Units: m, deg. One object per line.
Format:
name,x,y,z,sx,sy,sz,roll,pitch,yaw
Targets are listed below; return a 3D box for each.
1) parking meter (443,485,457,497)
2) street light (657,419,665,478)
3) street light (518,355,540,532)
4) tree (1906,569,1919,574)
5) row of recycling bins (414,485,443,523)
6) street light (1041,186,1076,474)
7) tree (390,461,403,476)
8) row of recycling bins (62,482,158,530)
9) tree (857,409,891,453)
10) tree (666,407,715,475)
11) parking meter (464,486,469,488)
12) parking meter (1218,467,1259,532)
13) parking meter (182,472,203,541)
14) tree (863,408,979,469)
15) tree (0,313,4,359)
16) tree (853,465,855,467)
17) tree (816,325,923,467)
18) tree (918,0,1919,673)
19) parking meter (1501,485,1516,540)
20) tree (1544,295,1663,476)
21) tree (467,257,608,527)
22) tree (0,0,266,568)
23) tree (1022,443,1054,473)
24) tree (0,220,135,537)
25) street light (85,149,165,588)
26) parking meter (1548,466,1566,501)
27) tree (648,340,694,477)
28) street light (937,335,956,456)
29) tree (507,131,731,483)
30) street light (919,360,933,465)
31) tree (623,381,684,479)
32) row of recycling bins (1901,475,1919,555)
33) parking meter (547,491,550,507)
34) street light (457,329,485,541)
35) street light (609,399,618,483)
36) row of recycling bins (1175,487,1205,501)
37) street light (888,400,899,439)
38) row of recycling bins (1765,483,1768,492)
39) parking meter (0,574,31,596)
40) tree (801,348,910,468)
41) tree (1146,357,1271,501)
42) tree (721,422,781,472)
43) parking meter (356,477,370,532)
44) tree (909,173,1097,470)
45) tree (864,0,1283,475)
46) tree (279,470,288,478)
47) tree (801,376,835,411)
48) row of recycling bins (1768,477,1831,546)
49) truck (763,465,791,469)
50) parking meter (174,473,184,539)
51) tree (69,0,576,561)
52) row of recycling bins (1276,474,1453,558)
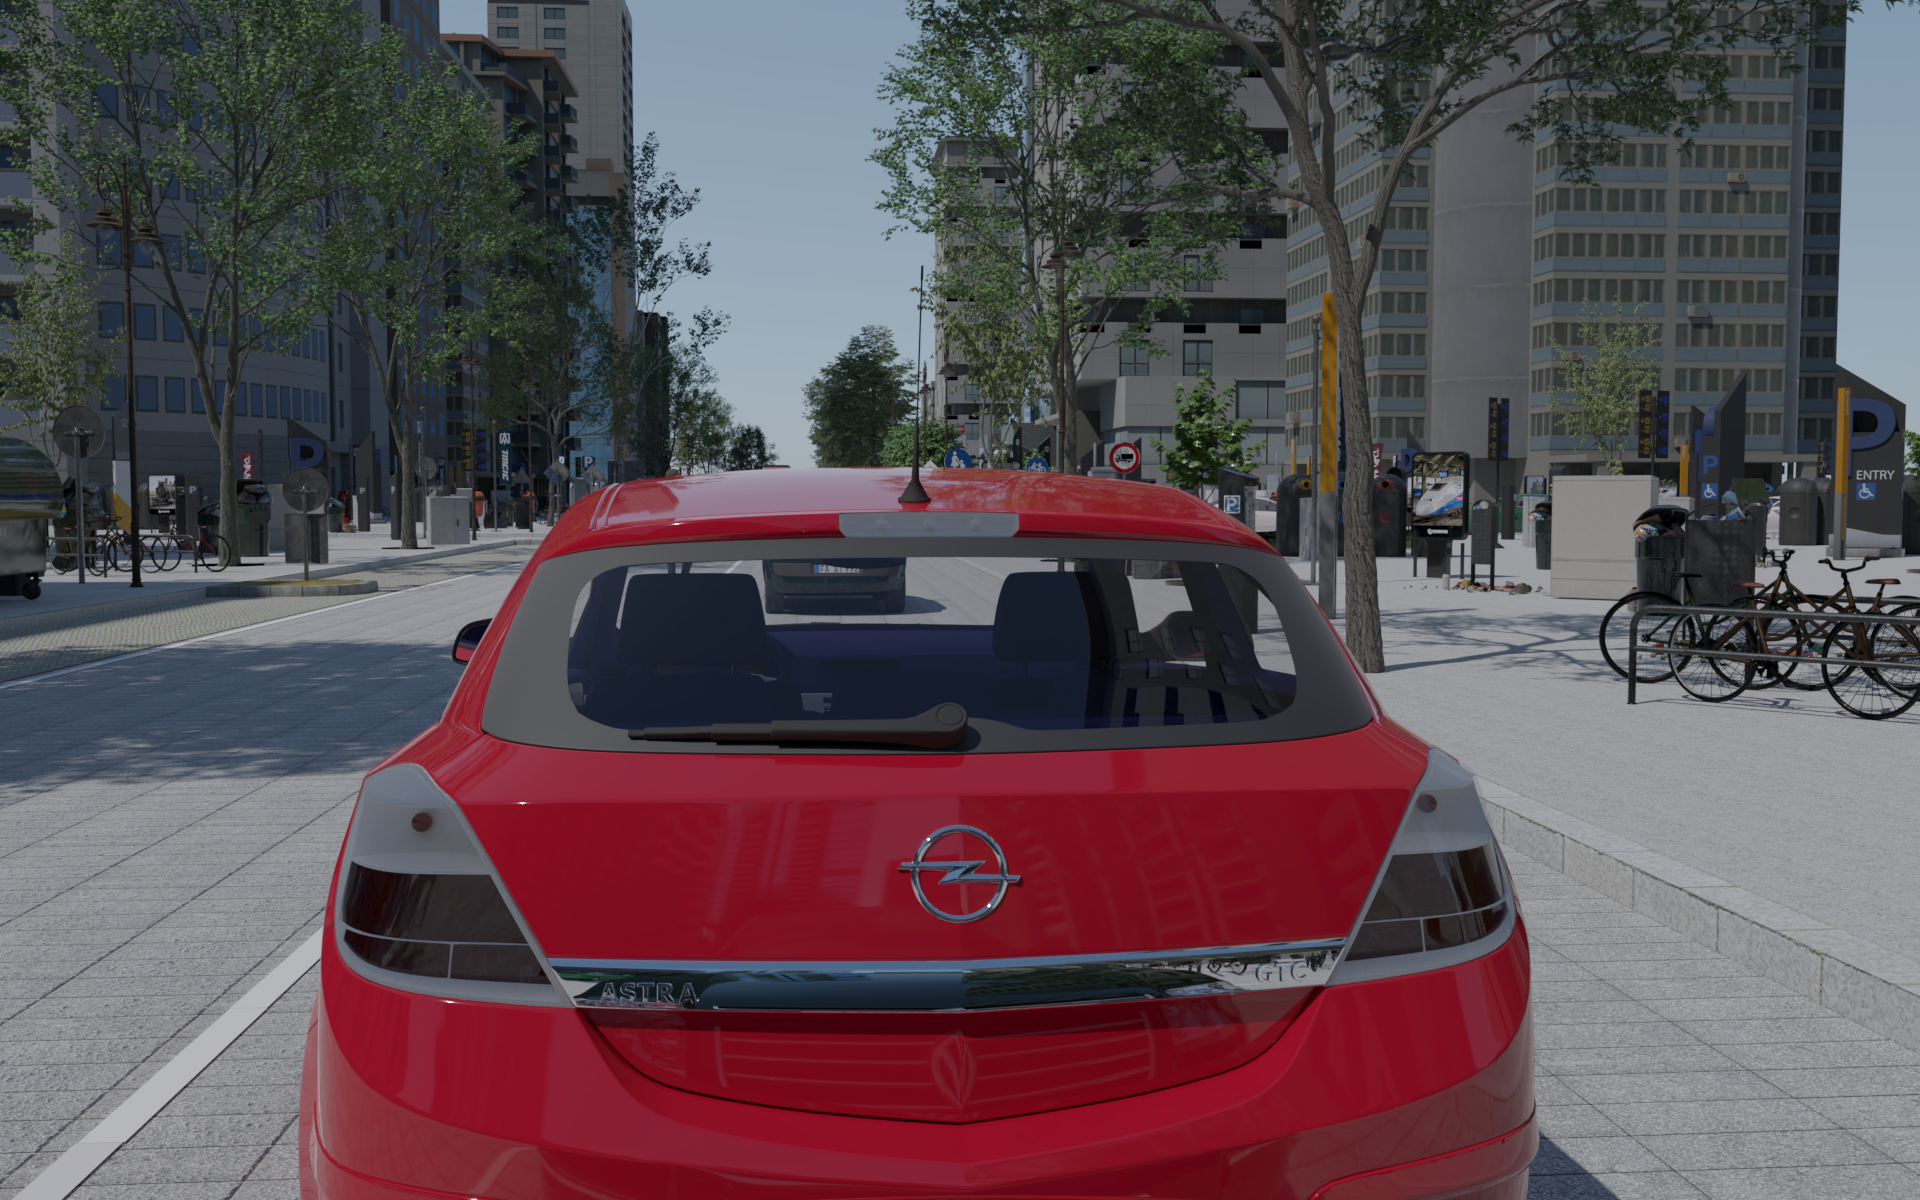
parking meter,-14.109,-2.418,47.941,0.372,1.533,0.369,0,3,0
street light,-18.337,-8.163,106.254,0.468,5.910,1.993,0,4,-5
street light,-14.357,-5.201,57.831,0.468,5.910,1.993,0,4,-5
tree,16.045,-2.038,27.919,1.663,3.219,1.824,0,3,0
row of recycling bins,-24.208,-4.375,78.637,3.534,1.692,1.069,3,5,42
street light,1.549,-3.277,26.371,0.468,5.910,1.993,0,4,-5
tree,-32.296,-6.462,100.255,1.663,3.219,1.824,0,3,0
row of recycling bins,-30.469,-3.350,61.892,3.534,1.692,1.069,-1,4,-20
tree,-6.899,-11.605,140.106,4.737,8.622,4.395,0,3,0
tree,-21.809,-11.509,138.532,4.737,8.622,4.395,0,3,0
parking meter,-32.951,-6.731,115.757,0.255,1.863,0.399,2,4,34
parking meter,2.558,-0.460,15.924,0.372,1.533,0.369,0,3,0
parking meter,-20.737,-2.520,46.917,0.399,1.863,0.255,-1,4,-14
tree,-1.261,-5.028,65.915,4.285,4.588,4.351,0,3,0
tree,-24.829,-5.519,40.595,4.360,8.622,3.978,0,3,0
tree,-9.121,-13.069,164.043,4.360,8.622,3.978,0,3,0
tree,-6.042,-12.133,116.495,7.486,12.596,7.792,0,3,0
tree,3.011,-4.778,12.535,8.767,10.594,7.601,1,4,10
parking meter,15.404,-2.461,48.646,0.372,1.533,0.369,0,3,0
tree,23.745,-6.912,63.376,4.737,8.622,4.395,0,3,0
tree,-15.792,-8.158,67.800,7.601,10.594,8.767,0,4,5
tree,-13.056,-6.392,30.257,9.928,11.665,9.643,0,3,0
tree,2.732,-4.380,66.222,1.663,3.219,1.824,0,3,0
tree,-24.588,-5.904,46.888,4.737,8.622,4.395,0,3,0
street light,-11.340,-3.112,23.675,0.468,5.910,1.993,0,4,-5
parking meter,12.170,-1.812,35.339,0.255,1.863,0.399,2,4,33
tree,-20.053,-11.750,117.872,9.928,11.665,9.643,0,3,0
street light,-0.396,-4.747,50.400,0.468,5.910,1.993,0,4,-5
tree,-18.251,-14.457,92.265,12.611,20.169,13.585,0,3,0
street light,-1.211,-5.324,59.841,0.468,5.910,1.993,0,4,-5
tree,-19.733,-9.784,110.324,4.360,8.622,3.978,0,3,0
row of recycling bins,20.593,-1.902,38.215,1.069,1.692,3.534,1,4,14
parking meter,-30.454,-7.346,128.520,0.372,1.533,0.369,0,3,0
street light,-13.424,-4.581,47.692,0.468,5.910,1.993,0,4,-5
street light,-16.327,-6.688,82.139,0.468,5.910,1.993,0,4,-5
row of recycling bins,9.262,-3.828,69.695,1.069,1.692,3.534,0,4,-2
street light,-3.238,-6.794,83.863,0.468,5.910,1.993,0,4,-5
row of recycling bins,29.857,-3.449,63.503,3.534,1.692,1.069,0,4,-1
parking meter,-11.986,-0.988,21.862,0.399,1.863,0.255,1,4,22
tree,-8.596,-14.788,148.431,9.857,13.997,8.962,0,3,0
tree,3.303,-1.818,24.332,1.663,3.219,1.824,0,3,0
tree,-33.471,-21.989,276.525,9.611,12.733,9.660,0,3,0
parking meter,-20.251,-3.245,58.770,0.399,1.863,0.255,0,4,-3
tree,0.956,-5.533,40.819,4.737,8.622,4.395,0,3,0
tree,1.934,-6.520,32.360,9.928,11.665,9.643,0,3,0
tree,-28.057,-4.878,74.354,1.663,3.219,1.824,0,3,0
tree,-16.064,-24.260,252.538,12.611,20.169,13.585,0,3,0
row of recycling bins,22.079,-2.246,43.831,3.534,1.692,1.069,-2,4,-31
truck,-17.828,-10.978,168.406,2.839,4.237,11.283,0,4,-4
parking meter,-22.067,-2.650,49.034,0.255,1.863,0.399,-2,4,-29
tree,-12.930,-6.975,39.794,9.928,11.665,9.643,0,3,0
row of recycling bins,8.271,-1.738,35.528,3.534,1.692,1.069,1,4,12
